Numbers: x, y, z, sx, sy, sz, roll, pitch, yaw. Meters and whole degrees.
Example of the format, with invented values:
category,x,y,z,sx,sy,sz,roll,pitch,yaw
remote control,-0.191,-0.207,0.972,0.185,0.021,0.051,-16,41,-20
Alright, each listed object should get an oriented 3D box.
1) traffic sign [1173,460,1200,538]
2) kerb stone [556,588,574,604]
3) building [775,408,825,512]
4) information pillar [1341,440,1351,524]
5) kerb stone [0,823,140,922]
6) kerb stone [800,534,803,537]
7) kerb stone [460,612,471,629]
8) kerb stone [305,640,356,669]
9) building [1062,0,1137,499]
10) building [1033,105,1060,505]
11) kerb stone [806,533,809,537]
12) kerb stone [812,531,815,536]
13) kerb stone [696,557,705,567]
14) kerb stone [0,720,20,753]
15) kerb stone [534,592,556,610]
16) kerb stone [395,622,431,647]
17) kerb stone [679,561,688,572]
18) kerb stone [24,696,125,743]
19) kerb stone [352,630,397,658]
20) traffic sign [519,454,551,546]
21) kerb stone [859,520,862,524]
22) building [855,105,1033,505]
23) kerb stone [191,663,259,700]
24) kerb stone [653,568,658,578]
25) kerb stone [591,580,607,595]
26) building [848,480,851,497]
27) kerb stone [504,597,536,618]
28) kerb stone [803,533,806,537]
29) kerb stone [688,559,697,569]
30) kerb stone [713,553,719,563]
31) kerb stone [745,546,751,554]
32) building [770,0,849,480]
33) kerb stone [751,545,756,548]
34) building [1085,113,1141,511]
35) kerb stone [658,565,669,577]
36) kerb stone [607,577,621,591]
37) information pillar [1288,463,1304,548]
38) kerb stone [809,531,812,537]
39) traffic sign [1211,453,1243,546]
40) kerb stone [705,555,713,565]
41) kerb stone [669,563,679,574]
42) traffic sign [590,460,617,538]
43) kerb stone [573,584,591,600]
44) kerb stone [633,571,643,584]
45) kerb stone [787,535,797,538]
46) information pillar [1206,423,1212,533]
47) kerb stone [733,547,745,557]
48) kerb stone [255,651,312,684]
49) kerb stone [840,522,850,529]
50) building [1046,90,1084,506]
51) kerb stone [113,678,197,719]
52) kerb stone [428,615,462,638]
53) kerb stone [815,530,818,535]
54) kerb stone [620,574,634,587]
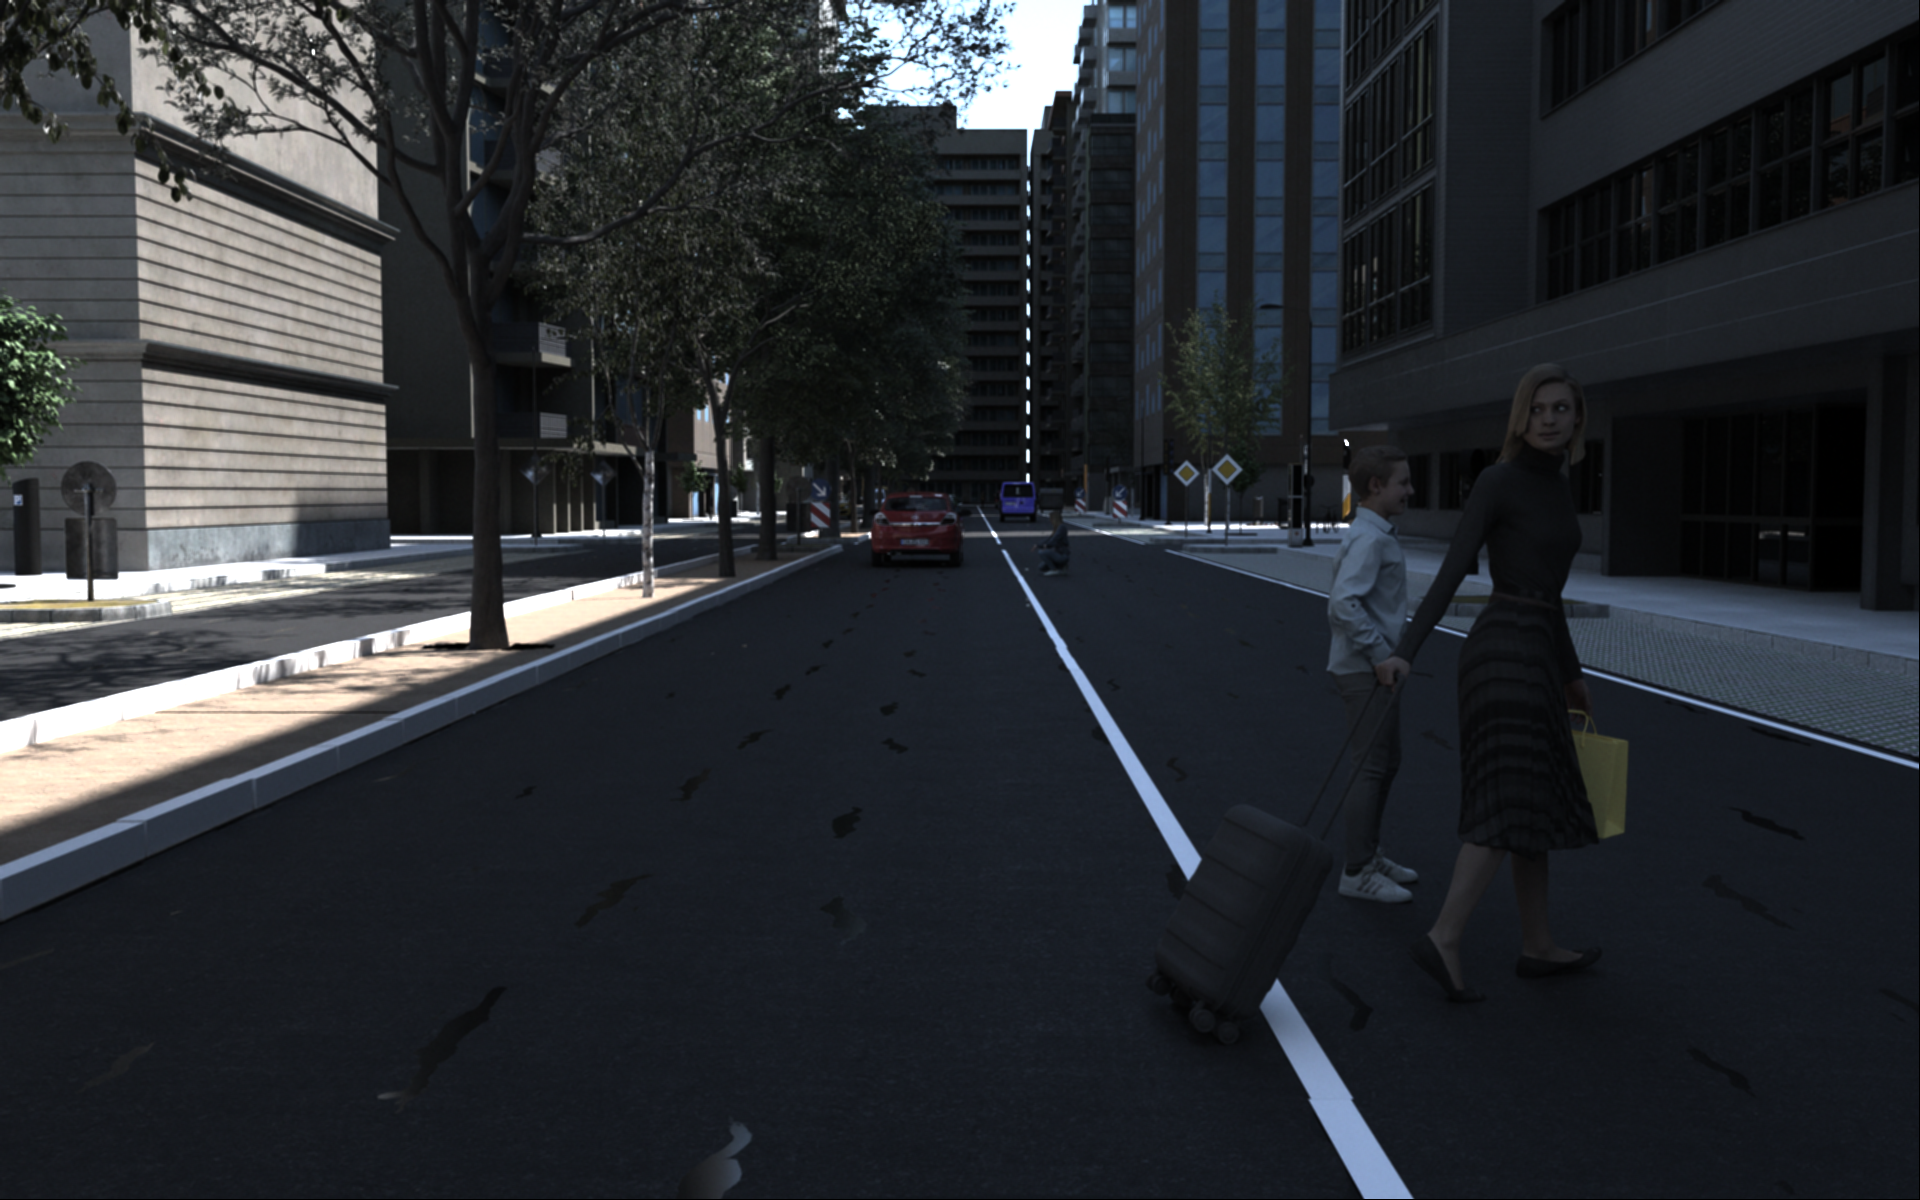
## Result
category,x,y,z,sx,sy,sz,roll,pitch,yaw
traffic sign,6.629,-2.881,50.747,0.795,2.450,0.064,0,4,0
kerb stone,-5.263,-0.026,22.692,0.120,0.150,1.000,0,4,0
building,-25.246,-18.079,140.635,27.650,21.520,28.899,0,4,0
information pillar,16.731,-5.113,74.945,0.183,3.616,0.504,-1,4,-20
kerb stone,-3.258,0.977,6.290,0.120,0.150,1.000,0,4,0
kerb stone,-5.073,-1.944,53.988,0.120,0.150,1.000,0,4,0
kerb stone,-5.285,0.224,18.596,0.120,0.150,1.000,0,4,0
kerb stone,-5.313,0.472,14.498,0.120,0.150,1.000,0,4,0
building,21.673,-32.858,156.834,23.786,49.044,30.456,0,4,0
building,19.425,-36.434,219.399,21.600,48.544,21.300,0,4,0
kerb stone,-5.063,-2.070,56.037,0.120,0.150,1.000,0,4,0
kerb stone,-5.052,-2.196,58.093,0.120,0.150,1.000,0,4,0
kerb stone,-5.194,-0.717,33.992,0.120,0.150,1.000,0,4,0
kerb stone,-5.337,0.784,9.371,0.120,0.150,1.000,0,4,0
kerb stone,-5.268,0.032,21.666,0.120,0.150,1.000,0,4,0
kerb stone,-5.293,0.345,16.551,0.120,0.150,1.000,0,4,0
kerb stone,-5.207,-0.596,31.944,0.120,0.150,1.000,0,4,0
kerb stone,-5.334,0.722,10.393,0.120,0.150,1.000,0,4,0
kerb stone,-5.302,0.408,15.530,0.120,0.150,1.000,0,4,0
traffic sign,-10.511,-2.400,42.882,0.795,2.450,0.064,0,4,0
kerb stone,-4.877,-3.952,86.816,0.120,0.150,1.000,0,4,0
building,-2.310,-36.438,219.460,21.600,48.544,21.300,0,4,0
kerb stone,-5.324,0.598,12.445,0.120,0.150,1.000,0,4,0
kerb stone,-5.224,-0.405,28.859,0.120,0.150,1.000,0,4,0
kerb stone,-5.247,-0.152,24.739,0.120,0.150,1.000,0,4,0
building,-25.272,-32.579,224.546,23.993,40.220,32.217,0,4,0
kerb stone,-5.273,0.095,20.644,0.120,0.150,1.000,0,4,0
kerb stone,-5.072,-2.007,55.010,0.120,0.150,1.000,0,4,0
kerb stone,-5.197,-0.656,32.970,0.120,0.150,1.000,0,4,0
kerb stone,-5.183,-0.844,36.048,0.120,0.150,1.000,0,4,0
kerb stone,-5.158,-1.158,41.166,0.120,0.150,1.000,0,4,0
building,-25.784,-35.388,167.829,28.713,52.752,27.495,0,4,0
kerb stone,-5.150,-1.222,42.193,0.120,0.150,1.000,0,4,0
building,16.622,-22.204,134.741,14.160,30.474,14.107,0,4,0
kerb stone,-5.219,-0.470,29.888,0.120,0.150,1.000,0,4,0
kerb stone,-5.242,-0.213,25.769,0.120,0.150,1.000,0,4,0
information pillar,8.054,-2.266,41.548,0.304,2.012,0.304,0,4,-3
kerb stone,-5.061,-2.124,57.059,0.120,0.150,1.000,0,4,0
traffic sign,6.582,-2.393,42.762,0.795,2.450,0.064,0,4,0
kerb stone,-5.190,-0.784,35.019,0.120,0.150,1.000,0,4,0
kerb stone,-5.206,-0.533,30.915,0.120,0.150,1.000,0,4,0
traffic sign,-10.464,-2.888,50.867,0.795,2.450,0.064,0,4,0
kerb stone,-5.255,-0.093,23.713,0.120,0.150,1.000,0,4,0
kerb stone,-5.232,-0.343,27.828,0.120,0.150,1.000,0,4,0
kerb stone,-5.083,-1.819,51.943,0.120,0.150,1.000,0,4,0
information pillar,8.187,-4.003,56.802,0.183,3.616,0.504,0,4,7
kerb stone,-5.158,-1.097,40.136,0.120,0.150,1.000,0,4,0
kerb stone,-5.316,0.535,13.477,0.120,0.150,1.000,0,4,0
kerb stone,-4.949,-3.198,74.490,0.120,0.150,1.000,0,4,0
building,20.622,-32.535,186.577,22.147,44.769,28.867,0,4,0
kerb stone,-5.330,0.659,11.418,0.120,0.150,1.000,0,4,0
kerb stone,-5.288,0.283,17.573,0.120,0.150,1.000,0,4,0
kerb stone,-5.047,-2.258,59.115,0.120,0.150,1.000,0,4,0
kerb stone,-5.240,-0.279,26.805,0.120,0.150,1.000,0,4,0
